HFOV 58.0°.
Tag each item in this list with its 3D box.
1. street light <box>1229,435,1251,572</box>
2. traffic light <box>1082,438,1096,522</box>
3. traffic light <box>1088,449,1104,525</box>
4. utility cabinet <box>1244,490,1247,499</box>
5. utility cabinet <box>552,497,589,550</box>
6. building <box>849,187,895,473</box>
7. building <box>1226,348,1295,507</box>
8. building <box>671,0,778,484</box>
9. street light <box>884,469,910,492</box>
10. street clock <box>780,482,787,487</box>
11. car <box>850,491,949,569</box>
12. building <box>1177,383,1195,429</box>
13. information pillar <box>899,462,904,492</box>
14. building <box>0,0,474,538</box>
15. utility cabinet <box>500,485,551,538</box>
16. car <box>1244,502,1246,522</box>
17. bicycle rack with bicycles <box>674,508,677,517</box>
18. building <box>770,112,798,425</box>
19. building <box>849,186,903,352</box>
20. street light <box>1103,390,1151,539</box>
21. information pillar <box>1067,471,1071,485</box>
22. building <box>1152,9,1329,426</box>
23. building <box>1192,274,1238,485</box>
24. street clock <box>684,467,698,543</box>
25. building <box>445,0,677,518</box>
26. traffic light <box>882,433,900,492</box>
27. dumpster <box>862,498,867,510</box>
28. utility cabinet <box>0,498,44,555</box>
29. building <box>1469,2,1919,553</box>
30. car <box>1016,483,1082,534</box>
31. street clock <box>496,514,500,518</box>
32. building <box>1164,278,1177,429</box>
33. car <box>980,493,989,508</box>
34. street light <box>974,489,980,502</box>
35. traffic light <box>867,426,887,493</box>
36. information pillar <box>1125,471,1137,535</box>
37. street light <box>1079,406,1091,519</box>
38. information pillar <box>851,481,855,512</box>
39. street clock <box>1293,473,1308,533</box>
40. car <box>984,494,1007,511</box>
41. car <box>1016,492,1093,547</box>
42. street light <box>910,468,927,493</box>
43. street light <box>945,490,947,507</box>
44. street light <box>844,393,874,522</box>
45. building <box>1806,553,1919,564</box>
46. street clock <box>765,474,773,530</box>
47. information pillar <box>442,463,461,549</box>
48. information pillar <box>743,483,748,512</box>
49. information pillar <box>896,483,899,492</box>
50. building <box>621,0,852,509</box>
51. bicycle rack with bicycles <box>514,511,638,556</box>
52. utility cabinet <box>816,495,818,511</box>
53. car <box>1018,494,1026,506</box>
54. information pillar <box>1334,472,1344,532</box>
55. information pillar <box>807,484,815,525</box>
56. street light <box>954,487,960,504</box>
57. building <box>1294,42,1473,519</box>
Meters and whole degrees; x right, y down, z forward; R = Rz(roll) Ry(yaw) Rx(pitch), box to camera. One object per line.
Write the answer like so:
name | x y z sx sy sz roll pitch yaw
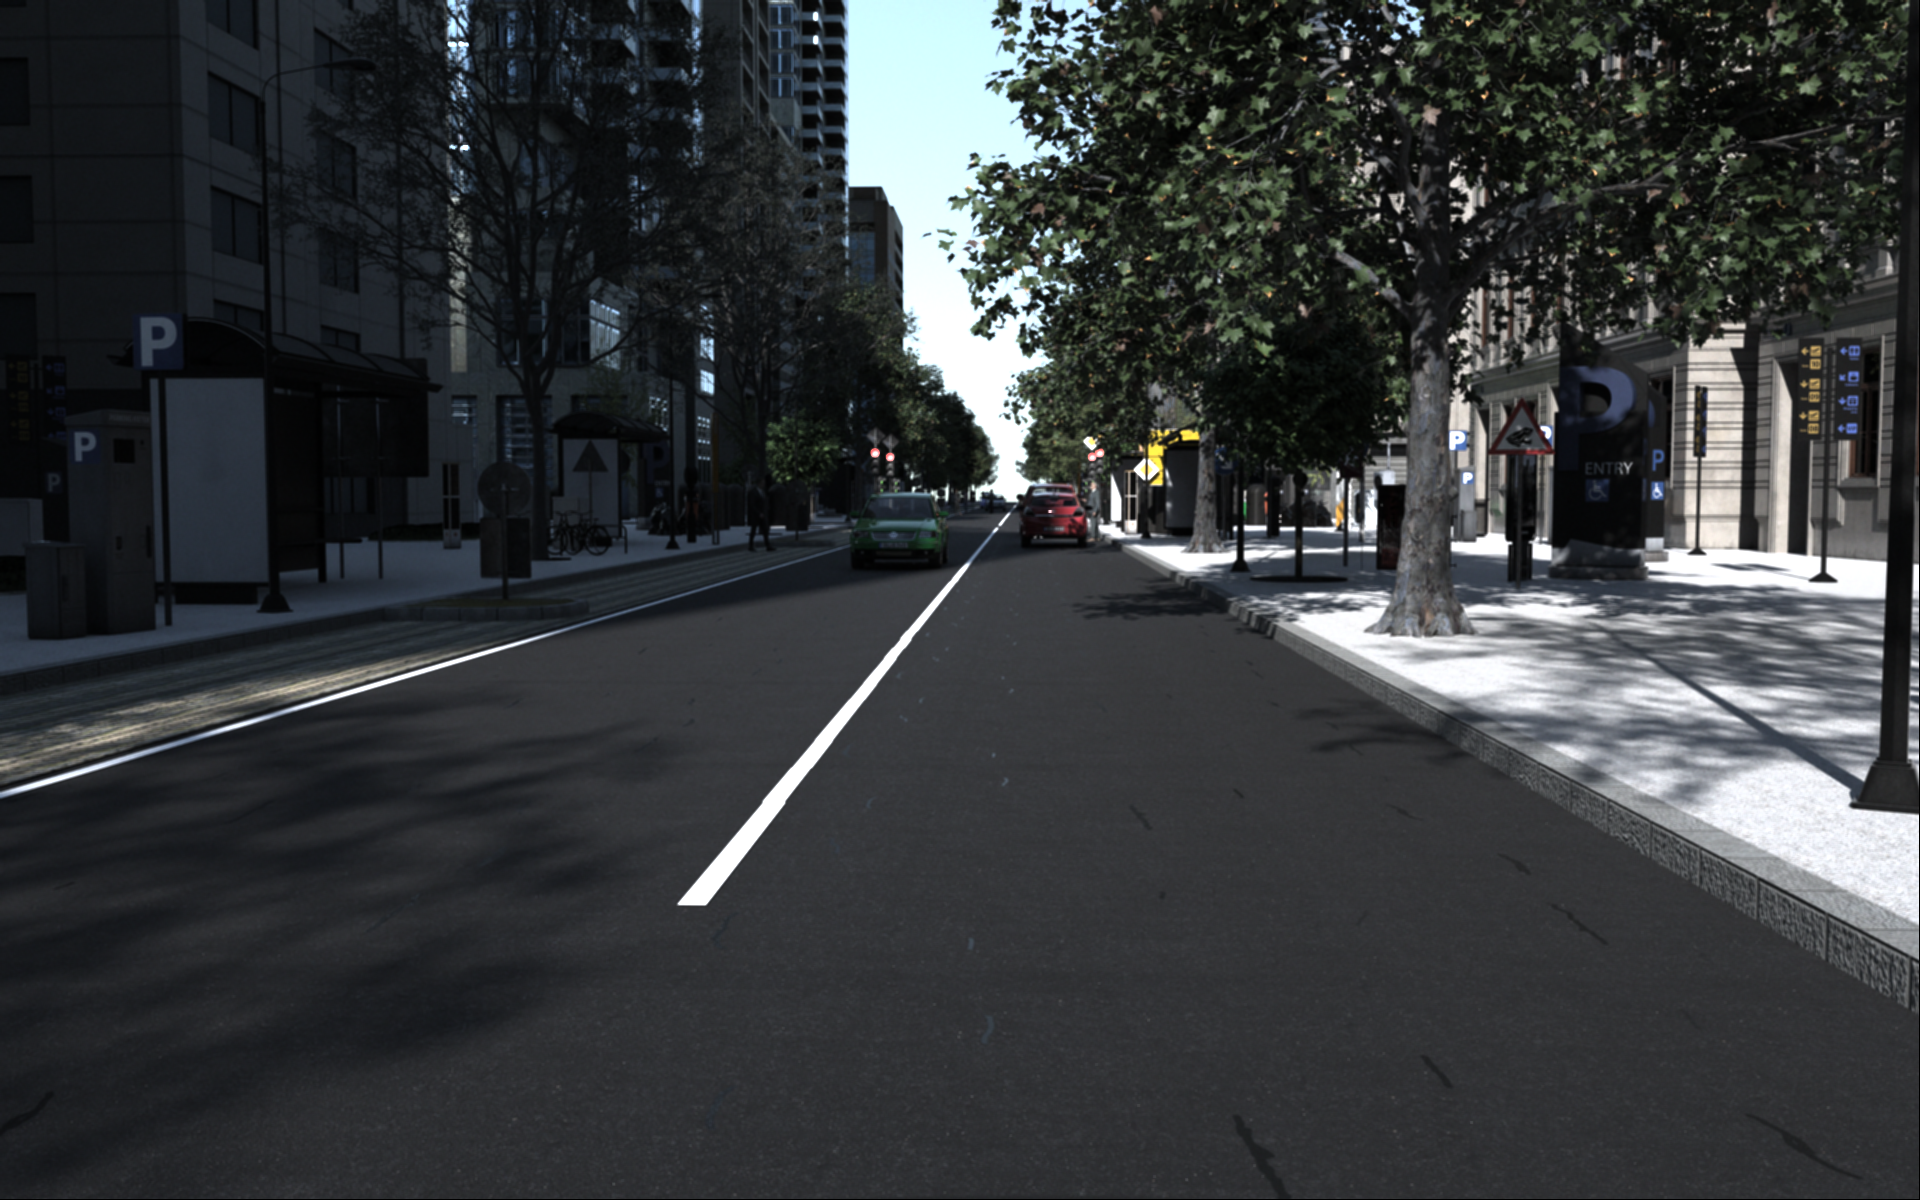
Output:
street light | 4.084 -3.418 28.432 1.470 5.913 1.316 0 4 2
traffic light | 6.030 -5.539 79.477 0.839 4.253 0.868 0 4 2
traffic light | 5.730 -5.051 71.497 0.839 4.253 0.868 0 4 2
utility cabinet | 17.465 -5.801 103.523 1.173 1.500 0.318 1 4 22
utility cabinet | -8.965 -1.758 39.909 1.020 1.237 0.306 3 5 41
building | -16.993 -37.098 256.660 14.600 45.320 14.200 0 4 2
building | 26.258 -19.824 117.635 14.314 27.812 24.014 0 4 2
building | -23.843 -42.844 138.753 20.563 71.187 20.611 0 4 2
street light | -3.856 -7.904 101.774 1.470 5.913 1.316 0 4 2
street clock | -8.406 -4.834 83.613 0.471 2.002 0.358 1 4 13
car | -1.180 -1.587 34.740 1.959 1.807 4.718 0 4 2
building | 28.074 -24.303 169.056 14.160 30.474 14.107 0 4 2
information pillar | -3.772 -7.347 111.480 0.183 3.616 0.504 -3 5 -39
building | -27.793 -37.361 49.101 20.611 71.187 20.563 0 4 2
utility cabinet | -10.694 -2.075 42.605 1.173 1.500 0.318 -2 4 -33
car | 10.765 -4.145 76.570 4.718 1.807 1.959 0 4 0
bicycle rack with bicycles | -10.794 -3.193 65.593 2.925 0.926 2.852 -1 4 -19
building | -28.991 -29.112 167.863 32.217 40.220 23.993 0 4 2
building | -20.351 -39.848 275.220 21.300 48.544 21.600 0 4 2
street light | 4.842 -4.732 49.913 1.470 5.913 1.316 0 4 2
information pillar | 9.447 -9.705 150.025 0.504 3.616 0.183 3 5 41
building | 33.205 -40.479 203.832 21.231 58.520 28.212 0 4 2
building | 26.295 -18.350 141.820 13.314 21.916 24.055 0 4 2
street clock | -7.082 -2.514 45.668 0.358 2.002 0.471 -2 4 -29
building | -27.058 -48.438 104.639 22.319 86.520 31.000 0 4 2
traffic light | -3.176 -5.559 79.805 0.839 4.253 0.868 0 4 2
dumpster | -6.471 -7.318 125.408 1.264 1.857 1.865 0 4 2
utility cabinet | -14.372 -0.939 26.515 1.020 1.237 0.306 2 4 34
building | 22.151 -13.020 49.037 11.583 22.565 21.152 0 4 2
car | 3.114 -3.145 60.092 2.281 1.827 5.304 0 4 0
street clock | -15.692 -3.330 59.021 0.471 2.002 0.358 -3 4 -38
building | 29.093 -32.574 182.702 14.600 45.320 14.200 0 4 2
car | 2.979 -10.226 176.787 1.945 1.707 3.694 0 4 4
street light | 2.166 -17.715 262.183 1.470 5.913 1.316 0 4 2
traffic light | -3.475 -5.071 71.825 0.839 4.253 0.868 0 4 2
information pillar | 5.378 -3.057 54.477 0.304 2.012 0.304 -1 4 -20
street light | 5.506 -6.046 71.398 1.470 5.913 1.316 0 4 2
information pillar | -5.971 -5.697 97.637 0.304 2.012 0.304 -1 4 -15
street clock | 11.126 -3.187 56.684 0.471 2.002 0.358 0 4 6
car | 3.041 -8.321 148.053 2.014 1.417 4.499 0 4 2
car | 2.615 -2.387 48.072 2.155 1.783 4.494 0 4 3
street light | -3.034 -9.218 123.253 1.470 5.913 1.316 0 4 2
street light | -1.735 -11.236 156.253 1.470 5.913 1.316 0 4 2
street light | -4.634 -6.566 79.890 1.470 5.913 1.316 0 4 2
building | 22.322 -11.728 27.904 11.583 22.565 21.152 0 4 2
street clock | -6.881 -3.484 61.533 0.358 2.002 0.471 2 4 30
information pillar | -11.900 -2.205 40.539 0.304 2.012 0.304 3 5 42
information pillar | -14.603 -6.943 118.016 0.304 2.012 0.304 0 4 -6
information pillar | -4.091 -6.490 110.599 0.304 2.012 0.304 2 4 32
building | -22.858 -53.887 193.729 22.319 86.520 31.000 0 4 2
bicycle rack with bicycles | -8.402 -1.445 37.015 2.925 0.926 2.852 3 4 39
utility cabinet | -10.612 -7.101 127.261 0.306 1.237 1.020 0 4 -2
car | 7.448 -11.306 194.636 2.009 1.686 4.222 0 4 3
information pillar | 13.083 -4.161 59.394 0.504 3.616 0.183 -3 5 -43
information pillar | -6.315 -4.188 72.968 0.304 2.012 0.304 1 4 20
street light | -0.997 -12.566 177.991 1.470 5.913 1.316 0 4 2
building | 29.402 -16.937 94.949 19.932 24.808 12.078 0 4 2
